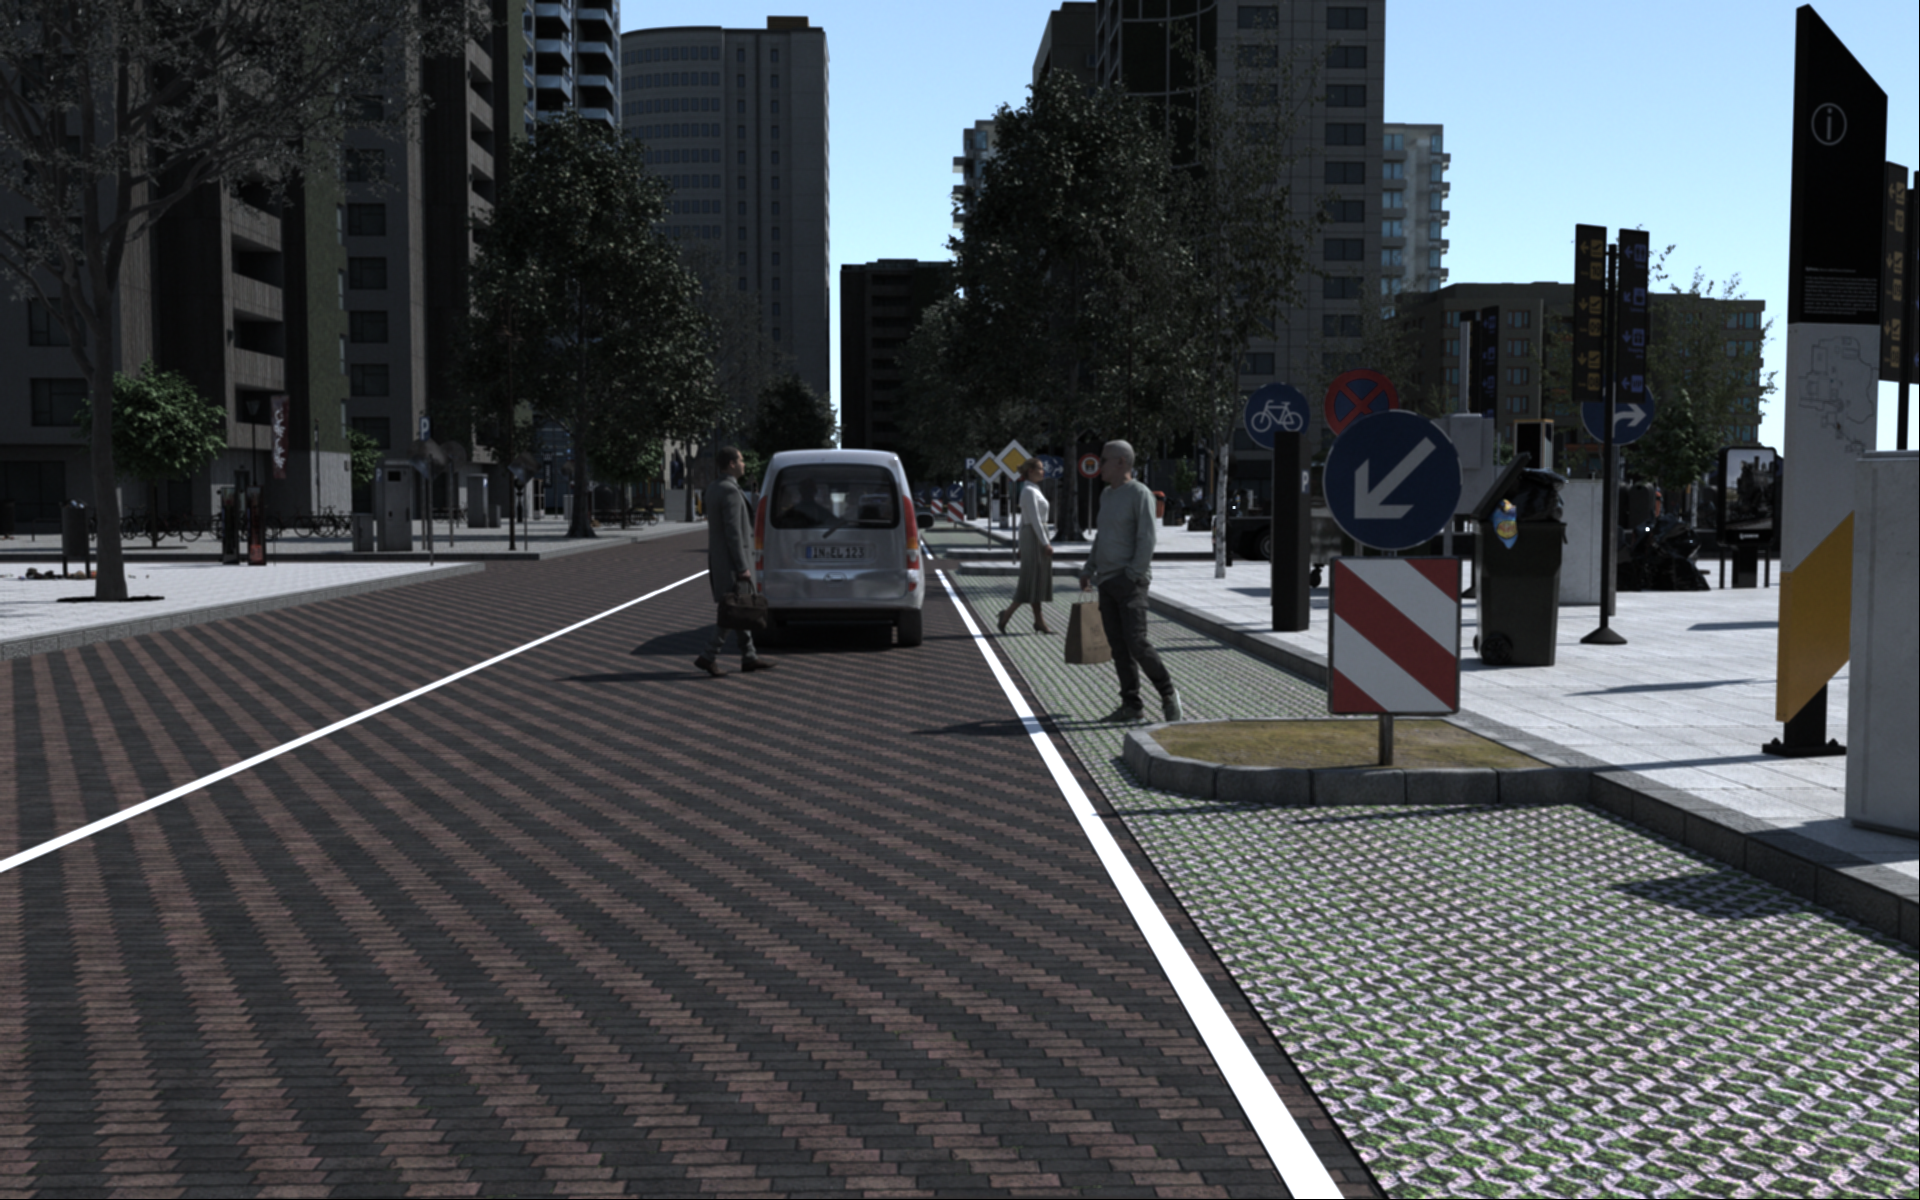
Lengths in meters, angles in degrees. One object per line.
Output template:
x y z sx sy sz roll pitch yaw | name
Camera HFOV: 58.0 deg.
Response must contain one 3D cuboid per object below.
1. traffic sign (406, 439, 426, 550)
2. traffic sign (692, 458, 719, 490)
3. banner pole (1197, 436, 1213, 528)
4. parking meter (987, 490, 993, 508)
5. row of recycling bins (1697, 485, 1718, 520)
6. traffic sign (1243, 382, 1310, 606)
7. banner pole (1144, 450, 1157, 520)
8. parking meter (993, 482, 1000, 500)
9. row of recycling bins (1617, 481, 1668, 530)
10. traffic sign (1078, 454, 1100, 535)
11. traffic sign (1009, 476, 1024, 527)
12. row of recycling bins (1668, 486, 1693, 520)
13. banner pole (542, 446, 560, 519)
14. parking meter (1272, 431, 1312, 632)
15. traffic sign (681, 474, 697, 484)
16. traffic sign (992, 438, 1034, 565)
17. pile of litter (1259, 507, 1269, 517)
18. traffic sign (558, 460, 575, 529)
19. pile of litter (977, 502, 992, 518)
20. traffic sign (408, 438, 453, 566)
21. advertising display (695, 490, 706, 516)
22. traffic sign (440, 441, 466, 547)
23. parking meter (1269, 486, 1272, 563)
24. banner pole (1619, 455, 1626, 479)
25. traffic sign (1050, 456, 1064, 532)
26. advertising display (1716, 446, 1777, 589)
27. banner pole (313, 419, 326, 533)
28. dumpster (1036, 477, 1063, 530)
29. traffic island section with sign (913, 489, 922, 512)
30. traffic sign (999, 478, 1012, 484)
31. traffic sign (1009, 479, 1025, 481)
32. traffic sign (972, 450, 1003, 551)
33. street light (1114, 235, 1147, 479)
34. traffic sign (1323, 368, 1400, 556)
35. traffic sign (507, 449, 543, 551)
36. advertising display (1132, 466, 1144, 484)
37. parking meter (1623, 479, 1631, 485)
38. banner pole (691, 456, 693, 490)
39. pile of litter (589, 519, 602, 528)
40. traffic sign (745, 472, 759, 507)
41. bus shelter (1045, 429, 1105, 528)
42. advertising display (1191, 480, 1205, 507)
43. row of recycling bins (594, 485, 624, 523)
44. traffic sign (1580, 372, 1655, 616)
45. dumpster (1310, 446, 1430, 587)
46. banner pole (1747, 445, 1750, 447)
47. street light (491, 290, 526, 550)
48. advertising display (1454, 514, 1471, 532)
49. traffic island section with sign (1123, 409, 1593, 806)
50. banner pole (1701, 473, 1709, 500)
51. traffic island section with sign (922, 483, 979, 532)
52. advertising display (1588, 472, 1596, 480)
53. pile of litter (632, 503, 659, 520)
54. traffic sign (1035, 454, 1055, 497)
-12.299 -2.420 39.669 0.768 2.556 0.104 0 4 1 | traffic sign
-13.788 -6.286 96.646 2.265 3.308 0.079 0 4 1 | traffic sign
9.247 -4.606 65.320 0.401 3.779 0.863 -3 5 -41 | banner pole
1.928 -6.247 110.543 0.372 1.533 0.369 0 3 0 | parking meter
36.331 -4.516 80.949 1.069 1.692 3.534 -3 4 -36 | row of recycling bins
3.613 -1.207 19.844 0.768 2.556 0.104 0 4 -1 | traffic sign
9.344 -5.860 85.836 0.863 3.779 0.401 1 4 22 | banner pole
1.770 -4.682 82.270 0.399 1.863 0.255 1 4 23 | parking meter
20.608 -2.945 55.261 1.069 1.692 3.534 -2 4 -32 | row of recycling bins
4.091 -3.325 54.476 0.768 2.556 0.104 0 4 7 | traffic sign
2.084 -4.154 67.925 0.884 2.594 0.081 0 4 1 | traffic sign
34.688 -4.797 85.551 3.534 1.692 1.069 0 4 4 | row of recycling bins
-21.089 -6.075 89.348 0.863 3.779 0.401 -1 4 -18 | banner pole
3.120 -0.646 16.270 0.255 1.863 0.399 2 4 31 | parking meter
-14.813 -5.791 94.686 0.884 2.594 0.081 0 4 7 | traffic sign
0.980 -1.694 31.345 0.795 2.450 0.064 0 4 -2 | traffic sign
13.916 -3.847 76.860 1.719 0.858 1.176 1 4 11 | pile of litter
-13.138 -3.490 58.239 0.795 2.450 0.064 0 4 4 | traffic sign
1.181 -4.808 92.577 1.719 0.858 1.176 1 4 22 | pile of litter
-9.457 -1.671 30.958 0.795 2.450 0.064 0 4 -2 | traffic sign
-15.089 -5.837 100.653 0.123 1.923 0.974 -3 5 -44 | advertising display
-12.290 -2.550 41.798 0.768 2.556 0.104 0 4 6 | traffic sign
5.942 -1.453 32.173 0.372 1.533 0.369 0 3 0 | parking meter
37.385 -6.613 98.146 0.401 3.779 0.863 -2 4 -28 | banner pole
3.202 -3.541 57.998 0.768 2.556 0.104 0 4 7 | traffic sign
10.697 -1.122 23.565 0.974 1.923 0.123 -2 4 -25 | advertising display
-21.230 -4.110 57.223 0.401 3.779 0.863 -1 4 -14 | banner pole
3.082 -3.389 61.173 1.264 1.857 1.865 0 4 -2 | dumpster
-1.378 -5.123 92.384 1.989 1.847 2.006 0 4 -2 | traffic island section with sign
2.588 -5.918 96.867 0.768 2.556 0.104 0 4 0 | traffic sign
2.202 -4.296 70.241 0.884 2.594 0.081 0 4 4 | traffic sign
0.667 -2.182 39.324 0.795 2.450 0.064 0 4 -2 | traffic sign
3.040 -3.561 31.002 0.468 5.910 1.993 0 4 -2 | street light
4.055 -1.069 17.578 0.768 2.556 0.104 0 4 4 | traffic sign
-9.770 -2.159 38.937 0.795 2.450 0.064 0 4 -2 | traffic sign
3.953 -2.108 39.686 0.123 1.923 0.974 -1 4 -19 | advertising display
25.769 -3.745 66.939 0.255 1.863 0.399 2 4 26 | parking meter
-17.330 -7.537 113.243 0.863 3.779 0.401 -3 4 -36 | banner pole
-14.278 -3.224 66.675 1.176 0.858 1.719 1 4 23 | pile of litter
-12.459 -6.337 103.611 0.884 2.594 0.081 0 4 8 | traffic sign
4.361 -4.557 65.788 1.731 3.624 6.357 0 4 -2 | bus shelter
10.834 -4.501 78.805 0.123 1.923 0.974 -2 4 -24 | advertising display
-15.910 -4.384 78.787 1.069 1.692 3.534 0 4 0 | row of recycling bins
6.857 -1.104 18.154 0.768 2.556 0.104 0 4 1 | traffic sign
5.399 -1.253 22.973 1.502 2.255 1.985 0 4 -2 | dumpster
40.616 -6.040 88.767 0.863 3.779 0.401 0 4 3 | banner pole
-10.226 -4.074 39.393 0.468 5.910 1.993 0 4 -2 | street light
15.951 -3.064 55.315 0.974 1.923 0.123 -2 4 -30 | advertising display
1.886 -0.015 8.867 1.989 1.847 2.006 0 4 -2 | traffic island section with sign
32.980 -5.302 76.703 0.863 3.779 0.401 -3 4 -38 | banner pole
-0.307 -3.454 65.098 1.989 1.847 2.006 0 4 -2 | traffic island section with sign
18.713 -2.821 51.341 0.123 1.923 0.974 2 4 25 | advertising display
-15.402 -4.336 84.852 1.176 0.858 1.719 -2 4 -30 | pile of litter
2.664 -3.383 55.424 0.768 2.556 0.104 0 4 2 | traffic sign
